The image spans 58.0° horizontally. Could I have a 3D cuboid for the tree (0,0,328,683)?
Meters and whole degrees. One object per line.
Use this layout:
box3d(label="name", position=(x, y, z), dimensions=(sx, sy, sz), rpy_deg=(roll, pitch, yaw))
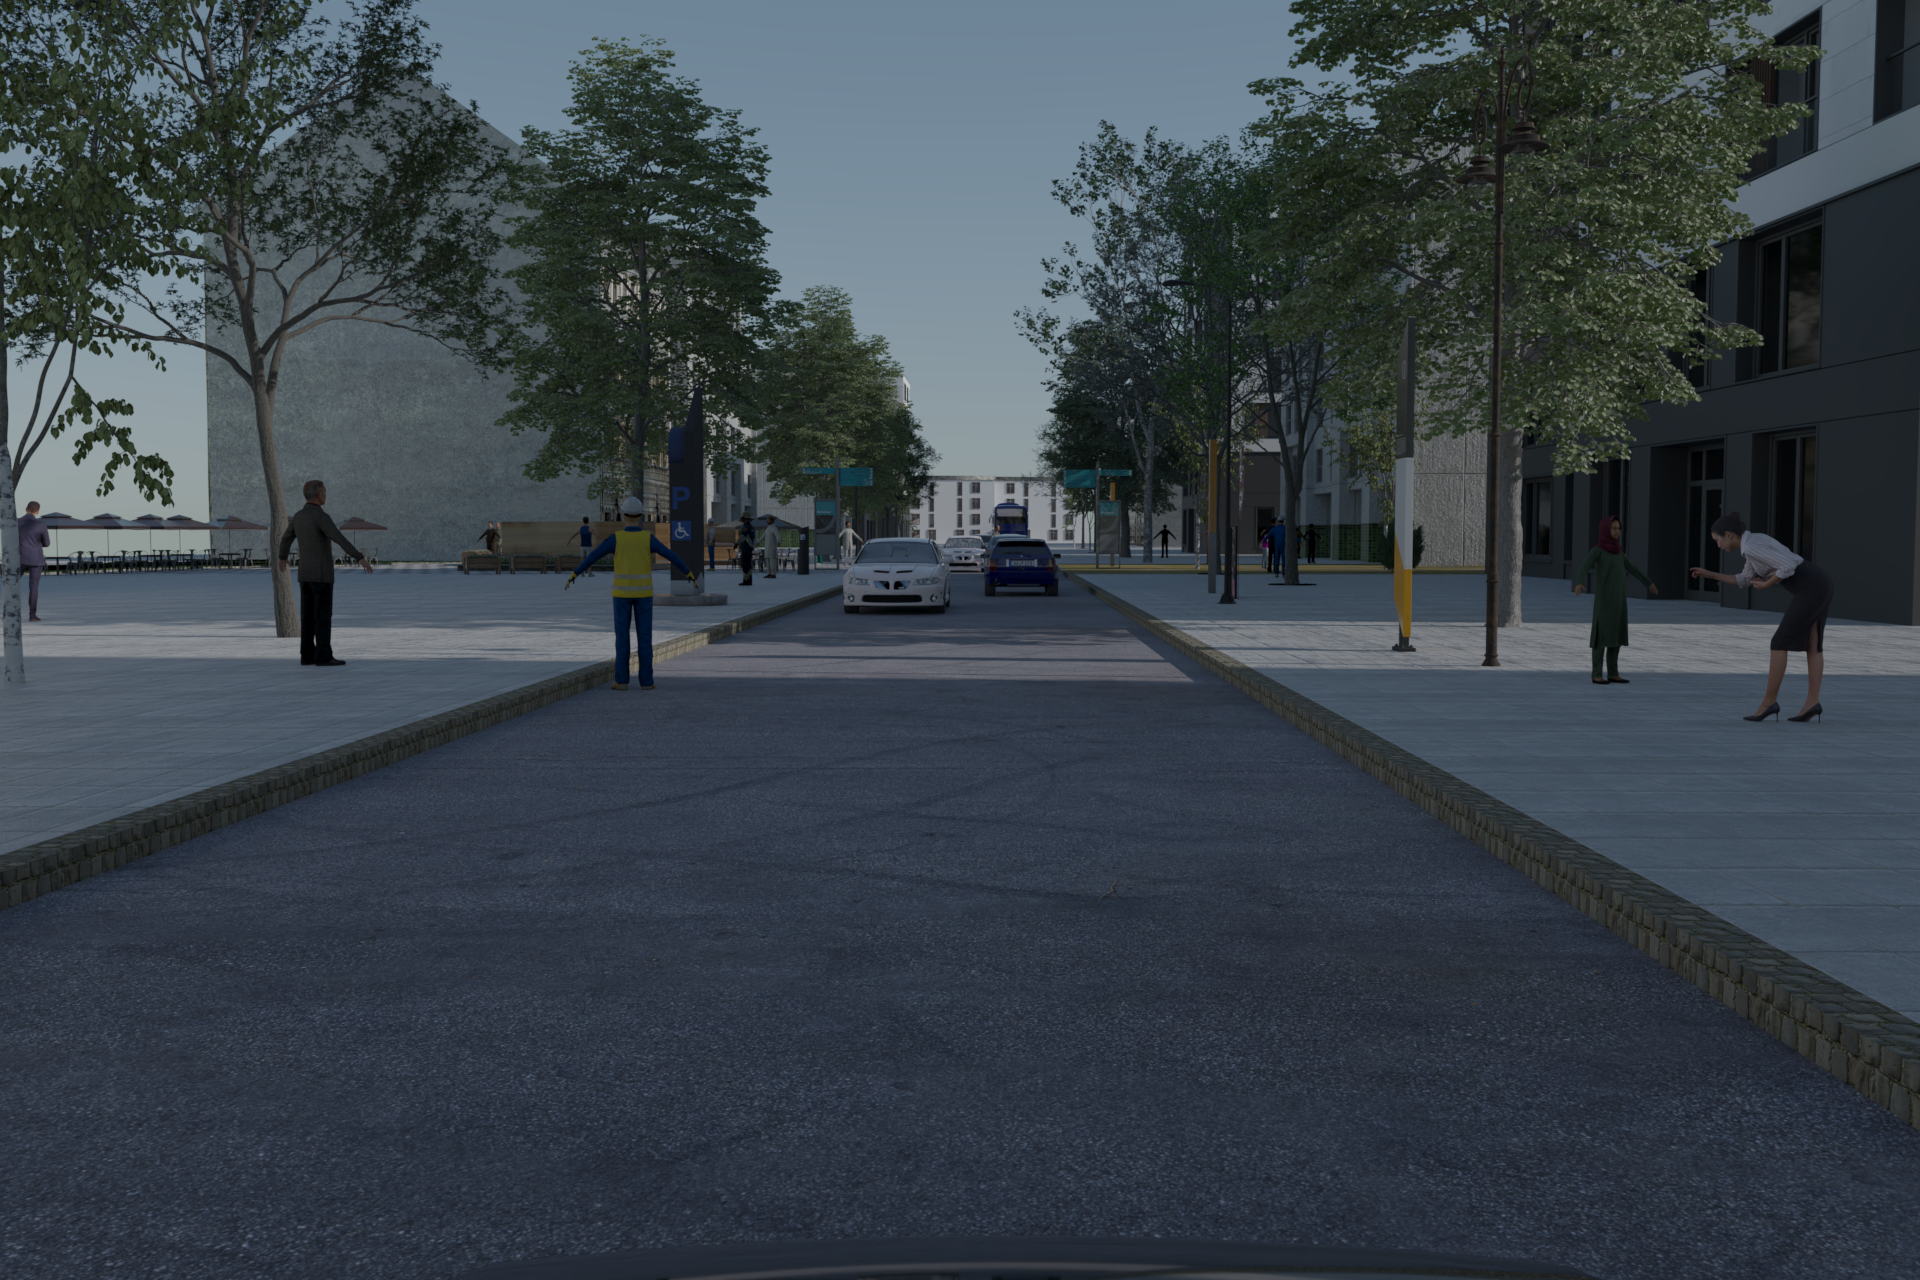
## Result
box3d(label="tree", position=(-7.921, -3.931, 14.639), dimensions=(4.737, 8.622, 4.395), rpy_deg=(0, 3, 0))

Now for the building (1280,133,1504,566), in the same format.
box3d(label="building", position=(26.808, -13.376, 85.152), dimensions=(16.747, 18.905, 31.486), rpy_deg=(0, 4, 1))

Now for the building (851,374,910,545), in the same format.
box3d(label="building", position=(-21.205, -22.970, 219.531), dimensions=(27.936, 21.610, 32.646), rpy_deg=(0, 4, 2))

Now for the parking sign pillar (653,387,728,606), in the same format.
box3d(label="parking sign pillar", position=(-4.933, -2.619, 31.287), dimensions=(1.447, 3.967, 1.447), rpy_deg=(0, 4, 0))

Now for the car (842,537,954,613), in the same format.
box3d(label="car", position=(-1.145, -1.250, 32.797), dimensions=(2.083, 1.381, 4.827), rpy_deg=(0, 4, 1))

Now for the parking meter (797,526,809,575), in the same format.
box3d(label="parking meter", position=(-4.936, -2.821, 54.541), dimensions=(0.372, 1.533, 0.369), rpy_deg=(0, 3, 0))

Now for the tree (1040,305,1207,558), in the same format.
box3d(label="tree", position=(9.018, -11.495, 94.595), dimensions=(9.857, 13.997, 8.962), rpy_deg=(0, 3, 0))

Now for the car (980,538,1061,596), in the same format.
box3d(label="car", position=(1.447, -1.753, 41.239), dimensions=(1.945, 1.354, 3.894), rpy_deg=(0, 4, 1))

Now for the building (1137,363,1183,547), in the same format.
box3d(label="building", position=(28.549, -21.425, 181.227), dimensions=(19.493, 23.208, 18.063), rpy_deg=(0, 4, 2))

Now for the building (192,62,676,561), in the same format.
box3d(label="building", position=(-25.919, -15.831, 89.768), dimensions=(19.493, 23.208, 18.063), rpy_deg=(0, 4, 1))

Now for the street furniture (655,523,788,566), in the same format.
box3d(label="street furniture", position=(-12.941, -4.127, 74.324), dimensions=(11.010, 1.723, 9.812), rpy_deg=(0, 4, -8))

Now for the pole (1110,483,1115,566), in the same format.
box3d(label="pole", position=(6.087, -4.605, 69.141), dimensions=(0.158, 3.312, 0.155), rpy_deg=(0, 3, 0))

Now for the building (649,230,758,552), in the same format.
box3d(label="building", position=(-24.089, -15.316, 116.878), dimensions=(16.747, 18.905, 31.486), rpy_deg=(0, 4, 1))

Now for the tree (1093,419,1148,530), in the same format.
box3d(label="tree", position=(9.279, -9.581, 107.009), dimensions=(4.360, 8.622, 3.978), rpy_deg=(0, 3, 0))

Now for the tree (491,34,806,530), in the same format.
box3d(label="tree", position=(-7.172, -7.460, 40.097), dimensions=(7.486, 12.596, 7.792), rpy_deg=(0, 3, 0))

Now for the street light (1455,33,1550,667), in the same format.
box3d(label="street light", position=(5.165, -2.684, 16.667), dimensions=(0.468, 5.910, 1.993), rpy_deg=(0, 4, 1))

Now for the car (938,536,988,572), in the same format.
box3d(label="car", position=(0.174, -3.320, 66.650), dimensions=(2.083, 1.381, 4.827), rpy_deg=(0, 4, 1))

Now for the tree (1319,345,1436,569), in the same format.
box3d(label="tree", position=(15.269, -6.877, 62.809), dimensions=(4.737, 8.622, 4.395), rpy_deg=(0, 3, 0))

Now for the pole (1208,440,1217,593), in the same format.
box3d(label="pole", position=(5.466, -2.669, 37.489), dimensions=(0.158, 3.312, 0.155), rpy_deg=(0, 3, 0))

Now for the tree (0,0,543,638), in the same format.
box3d(label="tree", position=(-8.687, -5.314, 21.299), dimensions=(7.601, 10.594, 8.767), rpy_deg=(0, 4, 8))

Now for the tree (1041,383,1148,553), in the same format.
box3d(label="tree", position=(9.252, -11.802, 118.722), dimensions=(9.928, 11.665, 9.643), rpy_deg=(0, 3, 0))

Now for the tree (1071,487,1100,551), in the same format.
box3d(label="tree", position=(9.816, -10.994, 130.114), dimensions=(4.360, 8.622, 3.978), rpy_deg=(0, 3, 0))

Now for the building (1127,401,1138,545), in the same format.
box3d(label="building", position=(29.527, -22.798, 203.672), dimensions=(19.493, 23.208, 18.063), rpy_deg=(0, 4, 2))

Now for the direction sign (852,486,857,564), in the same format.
box3d(label="direction sign", position=(-4.481, -5.064, 74.797), dimensions=(0.379, 3.537, 0.876), rpy_deg=(0, 4, 1))

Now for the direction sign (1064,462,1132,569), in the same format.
box3d(label="direction sign", position=(5.090, -4.574, 63.548), dimensions=(2.525, 3.948, 1.411), rpy_deg=(0, 3, 0))

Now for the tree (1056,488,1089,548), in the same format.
box3d(label="tree", position=(10.765, -12.914, 161.507), dimensions=(4.737, 8.622, 4.395), rpy_deg=(0, 3, 0))

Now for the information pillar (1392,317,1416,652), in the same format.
box3d(label="information pillar", position=(4.872, -1.690, 18.979), dimensions=(0.183, 3.616, 0.504), rpy_deg=(0, 4, 1))

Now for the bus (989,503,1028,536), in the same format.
box3d(label="bus", position=(3.811, -8.808, 135.563), dimensions=(2.896, 3.916, 12.251), rpy_deg=(0, 3, 0))

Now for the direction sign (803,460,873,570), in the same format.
box3d(label="direction sign", position=(-4.351, -4.520, 62.656), dimensions=(2.525, 3.948, 1.411), rpy_deg=(0, 4, 3))

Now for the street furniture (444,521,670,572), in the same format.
box3d(label="street furniture", position=(-14.997, -3.412, 62.640), dimensions=(9.812, 1.723, 11.010), rpy_deg=(1, 4, 12))

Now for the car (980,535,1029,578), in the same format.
box3d(label="car", position=(1.676, -2.790, 57.624), dimensions=(2.014, 1.417, 4.499), rpy_deg=(0, 4, 1))

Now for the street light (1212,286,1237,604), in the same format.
box3d(label="street light", position=(5.462, -3.619, 31.710), dimensions=(1.470, 5.913, 1.316), rpy_deg=(0, 4, 1))

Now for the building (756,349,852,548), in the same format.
box3d(label="building", position=(-21.244, -19.284, 181.743), dimensions=(16.747, 18.905, 31.486), rpy_deg=(0, 4, 2))

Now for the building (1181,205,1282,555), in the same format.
box3d(label="building", position=(29.591, -17.100, 123.566), dimensions=(27.936, 21.610, 32.646), rpy_deg=(0, 4, 1))

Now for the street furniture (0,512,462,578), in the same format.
box3d(label="street furniture", position=(-30.323, -3.645, 64.629), dimensions=(14.083, 1.986, 27.439), rpy_deg=(1, 4, 15))

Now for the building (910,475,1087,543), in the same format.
box3d(label="building", position=(4.501, -18.627, 249.157), dimensions=(28.070, 9.664, 9.099), rpy_deg=(0, 4, -6))

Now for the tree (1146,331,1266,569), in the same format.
box3d(label="tree", position=(8.956, -6.910, 63.335), dimensions=(4.737, 8.622, 4.395), rpy_deg=(0, 3, 0))

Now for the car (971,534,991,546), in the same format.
box3d(label="car", position=(1.265, -5.636, 104.155), dimensions=(2.014, 1.417, 4.499), rpy_deg=(0, 4, 1))

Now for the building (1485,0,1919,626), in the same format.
box3d(label="building", position=(27.409, -11.959, 39.509), dimensions=(27.936, 21.610, 32.646), rpy_deg=(0, 4, 1))
